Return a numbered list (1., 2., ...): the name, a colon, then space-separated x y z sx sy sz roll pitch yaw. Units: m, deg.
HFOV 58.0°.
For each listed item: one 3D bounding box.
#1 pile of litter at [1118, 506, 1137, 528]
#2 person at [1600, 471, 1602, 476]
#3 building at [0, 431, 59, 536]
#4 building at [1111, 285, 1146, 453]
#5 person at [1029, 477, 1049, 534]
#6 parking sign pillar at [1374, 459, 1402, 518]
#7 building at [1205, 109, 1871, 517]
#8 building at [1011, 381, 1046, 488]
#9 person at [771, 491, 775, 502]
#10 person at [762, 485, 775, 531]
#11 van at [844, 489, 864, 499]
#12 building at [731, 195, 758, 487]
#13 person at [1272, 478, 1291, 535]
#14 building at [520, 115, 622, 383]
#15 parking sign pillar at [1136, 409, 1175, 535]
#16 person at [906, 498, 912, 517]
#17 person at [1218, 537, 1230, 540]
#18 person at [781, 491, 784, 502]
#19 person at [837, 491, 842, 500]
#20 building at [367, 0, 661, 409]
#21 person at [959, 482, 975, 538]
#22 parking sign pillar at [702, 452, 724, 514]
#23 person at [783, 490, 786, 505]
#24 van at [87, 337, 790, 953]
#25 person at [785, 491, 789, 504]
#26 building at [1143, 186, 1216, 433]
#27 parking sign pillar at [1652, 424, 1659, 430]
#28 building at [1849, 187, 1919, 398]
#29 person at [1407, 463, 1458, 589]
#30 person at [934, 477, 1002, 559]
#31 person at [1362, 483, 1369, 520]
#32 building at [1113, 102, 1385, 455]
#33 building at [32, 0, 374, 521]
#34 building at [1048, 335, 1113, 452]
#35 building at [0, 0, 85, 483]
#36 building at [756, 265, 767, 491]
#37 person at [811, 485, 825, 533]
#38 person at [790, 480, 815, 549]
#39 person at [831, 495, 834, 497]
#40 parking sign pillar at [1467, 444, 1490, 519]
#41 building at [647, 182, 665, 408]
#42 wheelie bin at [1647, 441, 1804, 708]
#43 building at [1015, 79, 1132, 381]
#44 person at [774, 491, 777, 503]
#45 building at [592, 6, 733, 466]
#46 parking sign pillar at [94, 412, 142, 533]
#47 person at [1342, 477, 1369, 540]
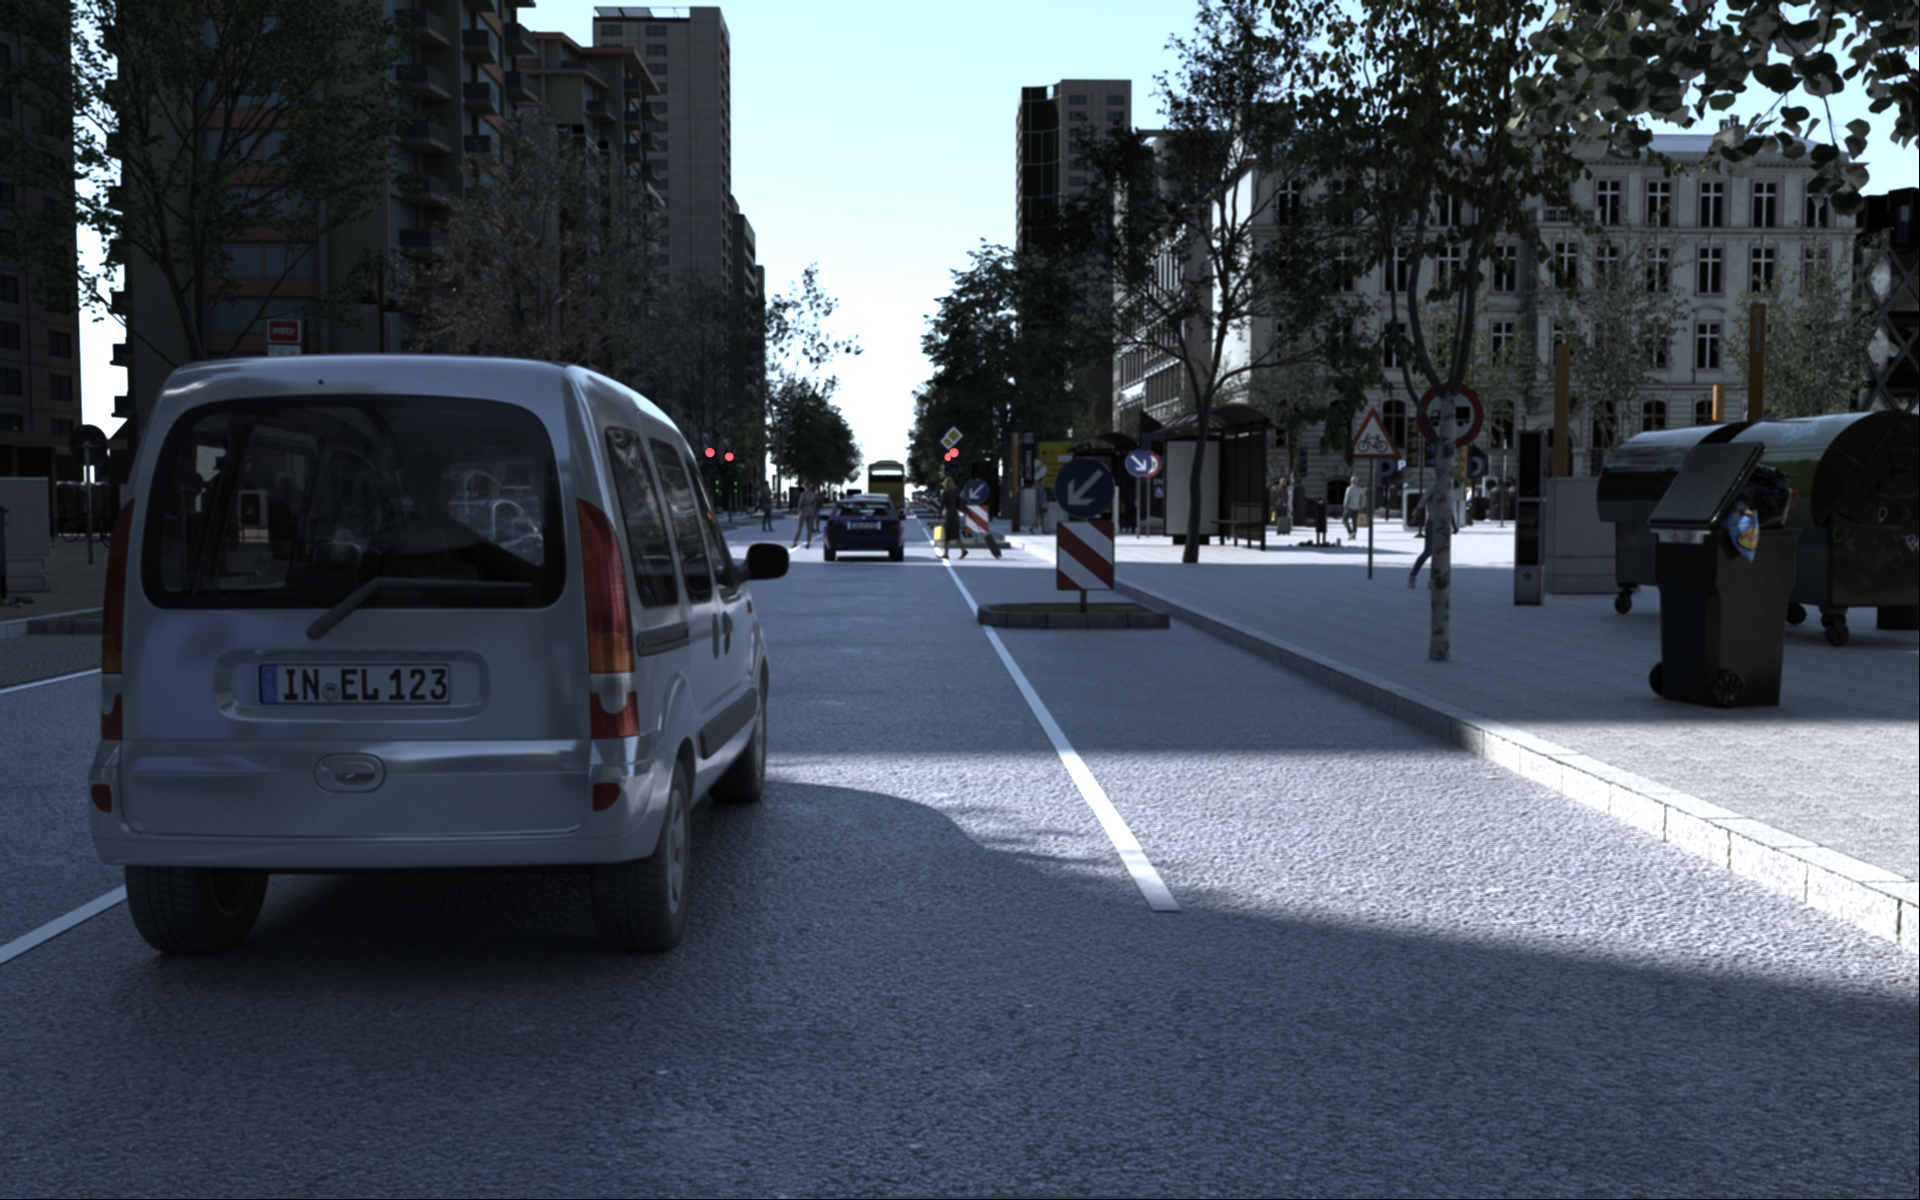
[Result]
1. pile of litter: 6.637 -3.177 65.908 1.719 0.858 1.176 0 4 8
2. person: 13.768 -1.864 36.797 0.850 1.792 0.678 2 4 29
3. building: -40.559 -23.738 42.745 28.867 44.769 22.147 0 4 -2
4. building: 19.606 -18.892 145.038 11.583 22.565 21.152 0 4 -2
5. person: 2.533 -2.994 55.019 0.654 1.822 0.581 1 4 12
6. parking sign pillar: 22.647 -6.305 91.560 1.447 3.967 1.447 3 5 41
7. building: 32.661 -17.236 100.886 34.723 24.649 14.460 0 4 -2
8. building: 22.546 -26.621 280.299 27.650 21.520 28.899 0 4 -2
9. person: -30.509 -17.048 284.737 1.348 1.831 0.705 2 4 32
10. person: -7.373 -3.558 66.854 0.526 1.800 0.537 0 4 -5
11. van: -11.486 -11.216 187.757 2.240 2.365 5.245 0 4 -4
12. building: -44.678 -40.263 282.007 21.300 48.544 21.600 0 4 -2
13. person: 10.094 -2.946 54.433 0.699 1.804 1.509 1 4 16
14. building: -34.597 -22.231 135.182 14.160 30.474 14.107 0 4 -2
15. parking sign pillar: 6.294 -4.045 54.604 1.447 3.967 1.447 0 4 6
16. person: -3.265 -5.938 110.600 0.382 1.210 0.505 0 4 -2
17. person: 7.354 -2.560 48.254 0.716 1.782 0.532 1 4 19
18. person: -29.923 -17.537 293.316 0.990 1.755 0.434 -2 4 -33
19. person: -19.754 -16.987 284.468 0.721 1.739 1.217 -3 5 -45
20. building: -41.037 -31.372 167.558 22.147 44.769 28.867 0 4 -2
21. person: 0.273 -2.970 57.165 0.679 1.850 0.850 2 4 32
22. parking sign pillar: -15.648 -7.387 109.249 1.447 3.967 1.447 2 4 28
23. person: -21.434 -12.484 210.883 0.721 1.743 1.217 -1 4 -15
24. van: -1.722 0.014 6.784 2.013 2.044 4.112 0 4 -1
25. person: -23.143 -13.717 231.037 0.721 1.735 1.217 2 4 33
26. building: 19.397 -18.080 124.484 11.050 23.489 19.941 0 4 -2
27. parking sign pillar: 26.743 -4.805 67.035 1.447 3.967 1.447 0 4 -7
28. building: 58.379 -14.403 102.943 16.811 18.784 16.820 0 4 -2
29. person: 6.319 -1.023 23.449 0.731 1.740 0.598 -3 5 -40
30. person: 0.170 -1.808 38.282 1.509 1.804 0.699 0 4 -1
31. person: 20.023 -4.852 85.179 0.447 1.846 0.655 -1 4 -21
32. building: 28.569 -29.618 176.127 32.217 40.220 23.993 0 4 -2
33. building: -38.256 -27.557 105.174 22.147 44.769 28.867 0 4 -2
34. building: 25.559 -21.929 203.586 27.650 21.520 28.899 0 4 -2
35. building: -66.161 -40.399 98.779 20.611 71.187 20.563 0 4 -2
36. building: -41.201 -37.715 300.227 14.154 41.232 14.086 0 4 -2
37. person: -5.264 -3.377 64.068 0.716 1.782 0.532 3 5 42
38. person: -4.131 -2.246 45.493 0.573 1.790 0.520 2 4 28
39. person: -19.381 -15.775 264.681 0.721 1.735 1.217 -3 4 -36
40. parking sign pillar: 26.865 -6.196 89.780 1.447 3.967 1.447 -2 4 -30
41. building: -46.830 -30.704 193.897 32.217 40.220 23.993 0 4 -2
42. wheelie bin: 4.703 -0.170 10.686 0.693 1.594 0.980 -1 4 -13
43. building: 18.367 -52.912 303.365 20.563 71.187 20.611 0 4 -2
44. person: -27.685 -15.542 261.100 0.756 1.711 0.436 -1 4 -16
45. building: -42.686 -50.253 259.887 20.563 71.187 20.611 0 4 -2
46. parking sign pillar: -27.514 -4.208 57.278 1.447 3.967 1.447 2 4 28
47. person: 11.044 -2.551 48.246 0.782 1.767 0.515 -2 4 -25
